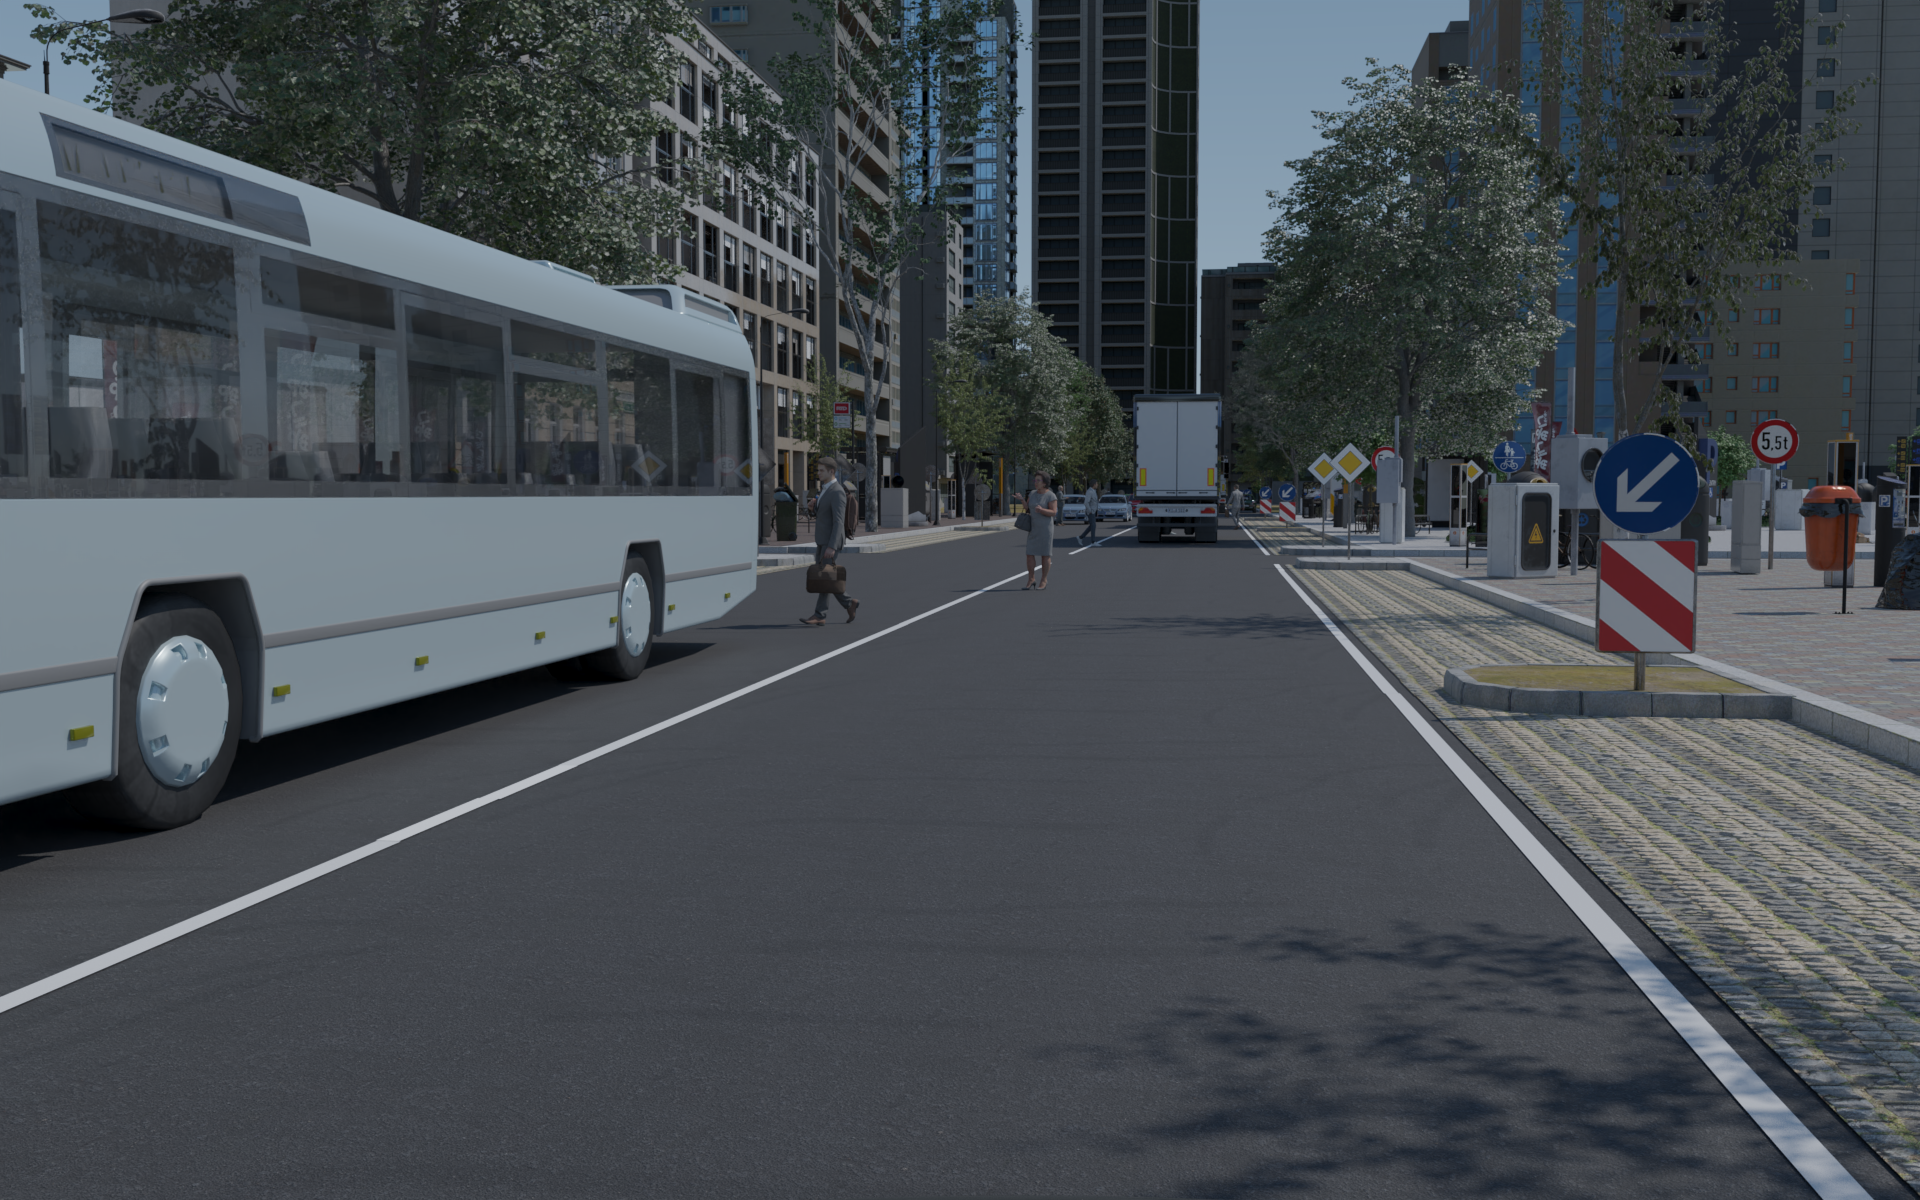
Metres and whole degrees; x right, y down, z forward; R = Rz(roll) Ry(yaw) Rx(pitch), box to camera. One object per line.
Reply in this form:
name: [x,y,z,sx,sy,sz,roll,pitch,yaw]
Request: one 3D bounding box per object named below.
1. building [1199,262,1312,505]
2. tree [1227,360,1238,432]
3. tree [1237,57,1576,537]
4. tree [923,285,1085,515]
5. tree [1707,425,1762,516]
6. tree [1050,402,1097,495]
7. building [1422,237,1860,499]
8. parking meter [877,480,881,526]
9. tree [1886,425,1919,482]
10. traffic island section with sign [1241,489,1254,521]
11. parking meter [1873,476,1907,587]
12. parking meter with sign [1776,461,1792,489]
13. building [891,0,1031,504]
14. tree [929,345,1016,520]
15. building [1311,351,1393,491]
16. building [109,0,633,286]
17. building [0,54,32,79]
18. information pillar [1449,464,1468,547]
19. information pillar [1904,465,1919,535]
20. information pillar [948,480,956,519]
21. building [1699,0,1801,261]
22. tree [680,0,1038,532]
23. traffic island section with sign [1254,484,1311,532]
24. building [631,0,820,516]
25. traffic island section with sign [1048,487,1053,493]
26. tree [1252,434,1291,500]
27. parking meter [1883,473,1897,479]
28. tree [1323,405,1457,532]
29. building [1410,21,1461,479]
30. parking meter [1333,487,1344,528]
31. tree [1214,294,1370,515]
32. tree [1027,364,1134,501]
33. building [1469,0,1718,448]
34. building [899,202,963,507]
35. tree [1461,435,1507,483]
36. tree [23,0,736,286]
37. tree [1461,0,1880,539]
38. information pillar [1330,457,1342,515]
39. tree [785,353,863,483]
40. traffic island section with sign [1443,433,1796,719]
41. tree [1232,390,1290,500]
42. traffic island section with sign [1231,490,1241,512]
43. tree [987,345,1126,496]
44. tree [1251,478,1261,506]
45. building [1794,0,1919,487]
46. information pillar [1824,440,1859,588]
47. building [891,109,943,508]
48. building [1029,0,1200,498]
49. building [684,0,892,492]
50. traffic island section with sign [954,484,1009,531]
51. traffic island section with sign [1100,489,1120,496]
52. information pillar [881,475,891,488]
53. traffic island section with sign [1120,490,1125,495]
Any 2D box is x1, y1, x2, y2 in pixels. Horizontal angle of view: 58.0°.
building: [37.351,-27.368,219.171,14.107,30.474,14.160,1,4,8]
tree: [23.380,-13.028,119.670,9.857,13.997,8.962,0,3,0]
tree: [13.466,-8.866,51.609,9.857,13.997,8.962,0,3,0]
tree: [2.668,-12.135,105.065,9.857,13.997,8.962,0,3,0]
tree: [35.556,-5.939,80.822,4.285,4.588,4.351,0,3,0]
tree: [8.344,-11.308,135.255,4.737,8.622,4.395,0,3,0]
building: [54.393,-18.267,143.704,27.650,21.520,28.899,1,4,8]
parking meter: [-3.296,-3.939,70.110,0.255,1.863,0.399,-1,4,-23]
tree: [40.214,-5.361,71.366,4.285,4.588,4.351,0,3,0]
traffic island section with sign: [16.236,-5.146,92.770,1.989,1.847,2.006,1,4,8]
parking meter: [12.881,-0.952,23.977,0.372,1.533,0.369,0,3,0]
parking meter with sign: [40.679,-5.446,85.296,0.543,3.016,1.738,3,5,43]
building: [-5.459,-55.887,226.416,31.000,86.520,22.319,1,4,8]
tree: [0.317,-8.232,84.959,4.737,8.622,4.395,0,3,0]
building: [59.622,-23.116,222.987,28.899,21.520,27.650,1,4,8]
building: [-22.253,-17.356,69.679,13.634,28.700,20.117,1,4,8]
building: [-58.175,-14.685,73.382,30.059,22.955,16.112,1,4,8]
information pillar: [12.142,-2.305,42.180,0.304,2.012,0.304,-3,5,-42]
information pillar: [23.805,-2.372,43.273,0.304,2.012,0.304,1,4,16]
information pillar: [-0.429,-5.193,89.400,0.304,2.012,0.304,-3,5,-42]
building: [69.706,-44.088,159.084,20.611,71.187,20.563,1,4,8]
tree: [-4.363,-12.332,57.515,12.611,20.169,13.585,0,3,0]
traffic island section with sign: [12.331,-3.509,65.997,1.989,1.847,2.006,1,4,8]
building: [-21.107,-17.897,97.135,19.350,26.468,34.151,1,4,8]
traffic island section with sign: [4.769,-5.244,94.372,1.989,1.847,2.006,1,4,8]
tree: [29.022,-12.932,161.803,4.737,8.622,4.395,0,3,0]
parking meter: [25.143,-2.517,46.869,0.255,1.863,0.399,1,4,12]
tree: [14.006,-4.608,59.052,4.285,4.588,4.351,0,3,0]
building: [50.647,-31.508,165.259,14.600,45.320,14.200,1,4,8]
parking meter: [14.516,-3.548,66.418,0.372,1.533,0.369,0,3,0]
tree: [20.604,-11.965,106.003,12.009,13.543,11.850,0,3,0]
tree: [10.471,-14.308,150.949,9.611,12.733,9.660,0,3,0]
building: [43.969,-28.908,122.758,14.600,45.320,14.200,1,4,8]
building: [-7.090,-24.681,175.230,14.107,30.474,14.160,1,4,8]
tree: [26.159,-6.324,87.114,4.285,4.588,4.351,0,3,0]
tree: [-8.334,-7.315,26.261,9.857,13.997,8.962,0,3,0]
tree: [8.048,-4.269,20.154,4.360,8.622,3.978,0,3,0]
information pillar: [14.673,-4.655,67.458,0.504,3.616,0.183,-1,4,-19]
tree: [-6.854,-8.533,89.880,4.737,8.622,4.395,0,3,0]
traffic island section with sign: [4.446,-0.207,12.005,1.989,1.847,2.006,1,4,8]
tree: [32.008,-16.073,180.918,7.486,12.596,7.792,0,3,0]
traffic island section with sign: [23.483,-8.178,142.345,1.989,1.847,2.006,1,4,8]
tree: [5.429,-11.752,117.898,9.928,11.665,9.643,0,3,0]
tree: [32.804,-11.878,188.806,1.663,3.219,1.824,0,3,0]
building: [90.284,-43.933,156.563,20.611,71.187,20.563,1,4,8]
information pillar: [12.046,-1.174,23.681,0.304,2.012,0.304,0,4,7]
building: [-18.554,-28.366,155.668,32.217,40.220,23.993,1,4,8]
building: [20.308,-48.040,223.713,20.611,71.187,20.563,1,4,8]
building: [-17.643,-31.079,131.848,21.300,48.544,21.600,1,4,8]
traffic island section with sign: [0.873,-3.613,67.698,1.989,1.847,2.006,1,4,8]
traffic island section with sign: [12.050,-8.291,144.188,1.989,1.847,2.006,1,4,8]
information pillar: [-2.877,-3.843,67.329,0.304,2.012,0.304,-1,4,-14]
traffic island section with sign: [15.995,-9.941,171.157,1.989,1.847,2.006,1,4,8]
